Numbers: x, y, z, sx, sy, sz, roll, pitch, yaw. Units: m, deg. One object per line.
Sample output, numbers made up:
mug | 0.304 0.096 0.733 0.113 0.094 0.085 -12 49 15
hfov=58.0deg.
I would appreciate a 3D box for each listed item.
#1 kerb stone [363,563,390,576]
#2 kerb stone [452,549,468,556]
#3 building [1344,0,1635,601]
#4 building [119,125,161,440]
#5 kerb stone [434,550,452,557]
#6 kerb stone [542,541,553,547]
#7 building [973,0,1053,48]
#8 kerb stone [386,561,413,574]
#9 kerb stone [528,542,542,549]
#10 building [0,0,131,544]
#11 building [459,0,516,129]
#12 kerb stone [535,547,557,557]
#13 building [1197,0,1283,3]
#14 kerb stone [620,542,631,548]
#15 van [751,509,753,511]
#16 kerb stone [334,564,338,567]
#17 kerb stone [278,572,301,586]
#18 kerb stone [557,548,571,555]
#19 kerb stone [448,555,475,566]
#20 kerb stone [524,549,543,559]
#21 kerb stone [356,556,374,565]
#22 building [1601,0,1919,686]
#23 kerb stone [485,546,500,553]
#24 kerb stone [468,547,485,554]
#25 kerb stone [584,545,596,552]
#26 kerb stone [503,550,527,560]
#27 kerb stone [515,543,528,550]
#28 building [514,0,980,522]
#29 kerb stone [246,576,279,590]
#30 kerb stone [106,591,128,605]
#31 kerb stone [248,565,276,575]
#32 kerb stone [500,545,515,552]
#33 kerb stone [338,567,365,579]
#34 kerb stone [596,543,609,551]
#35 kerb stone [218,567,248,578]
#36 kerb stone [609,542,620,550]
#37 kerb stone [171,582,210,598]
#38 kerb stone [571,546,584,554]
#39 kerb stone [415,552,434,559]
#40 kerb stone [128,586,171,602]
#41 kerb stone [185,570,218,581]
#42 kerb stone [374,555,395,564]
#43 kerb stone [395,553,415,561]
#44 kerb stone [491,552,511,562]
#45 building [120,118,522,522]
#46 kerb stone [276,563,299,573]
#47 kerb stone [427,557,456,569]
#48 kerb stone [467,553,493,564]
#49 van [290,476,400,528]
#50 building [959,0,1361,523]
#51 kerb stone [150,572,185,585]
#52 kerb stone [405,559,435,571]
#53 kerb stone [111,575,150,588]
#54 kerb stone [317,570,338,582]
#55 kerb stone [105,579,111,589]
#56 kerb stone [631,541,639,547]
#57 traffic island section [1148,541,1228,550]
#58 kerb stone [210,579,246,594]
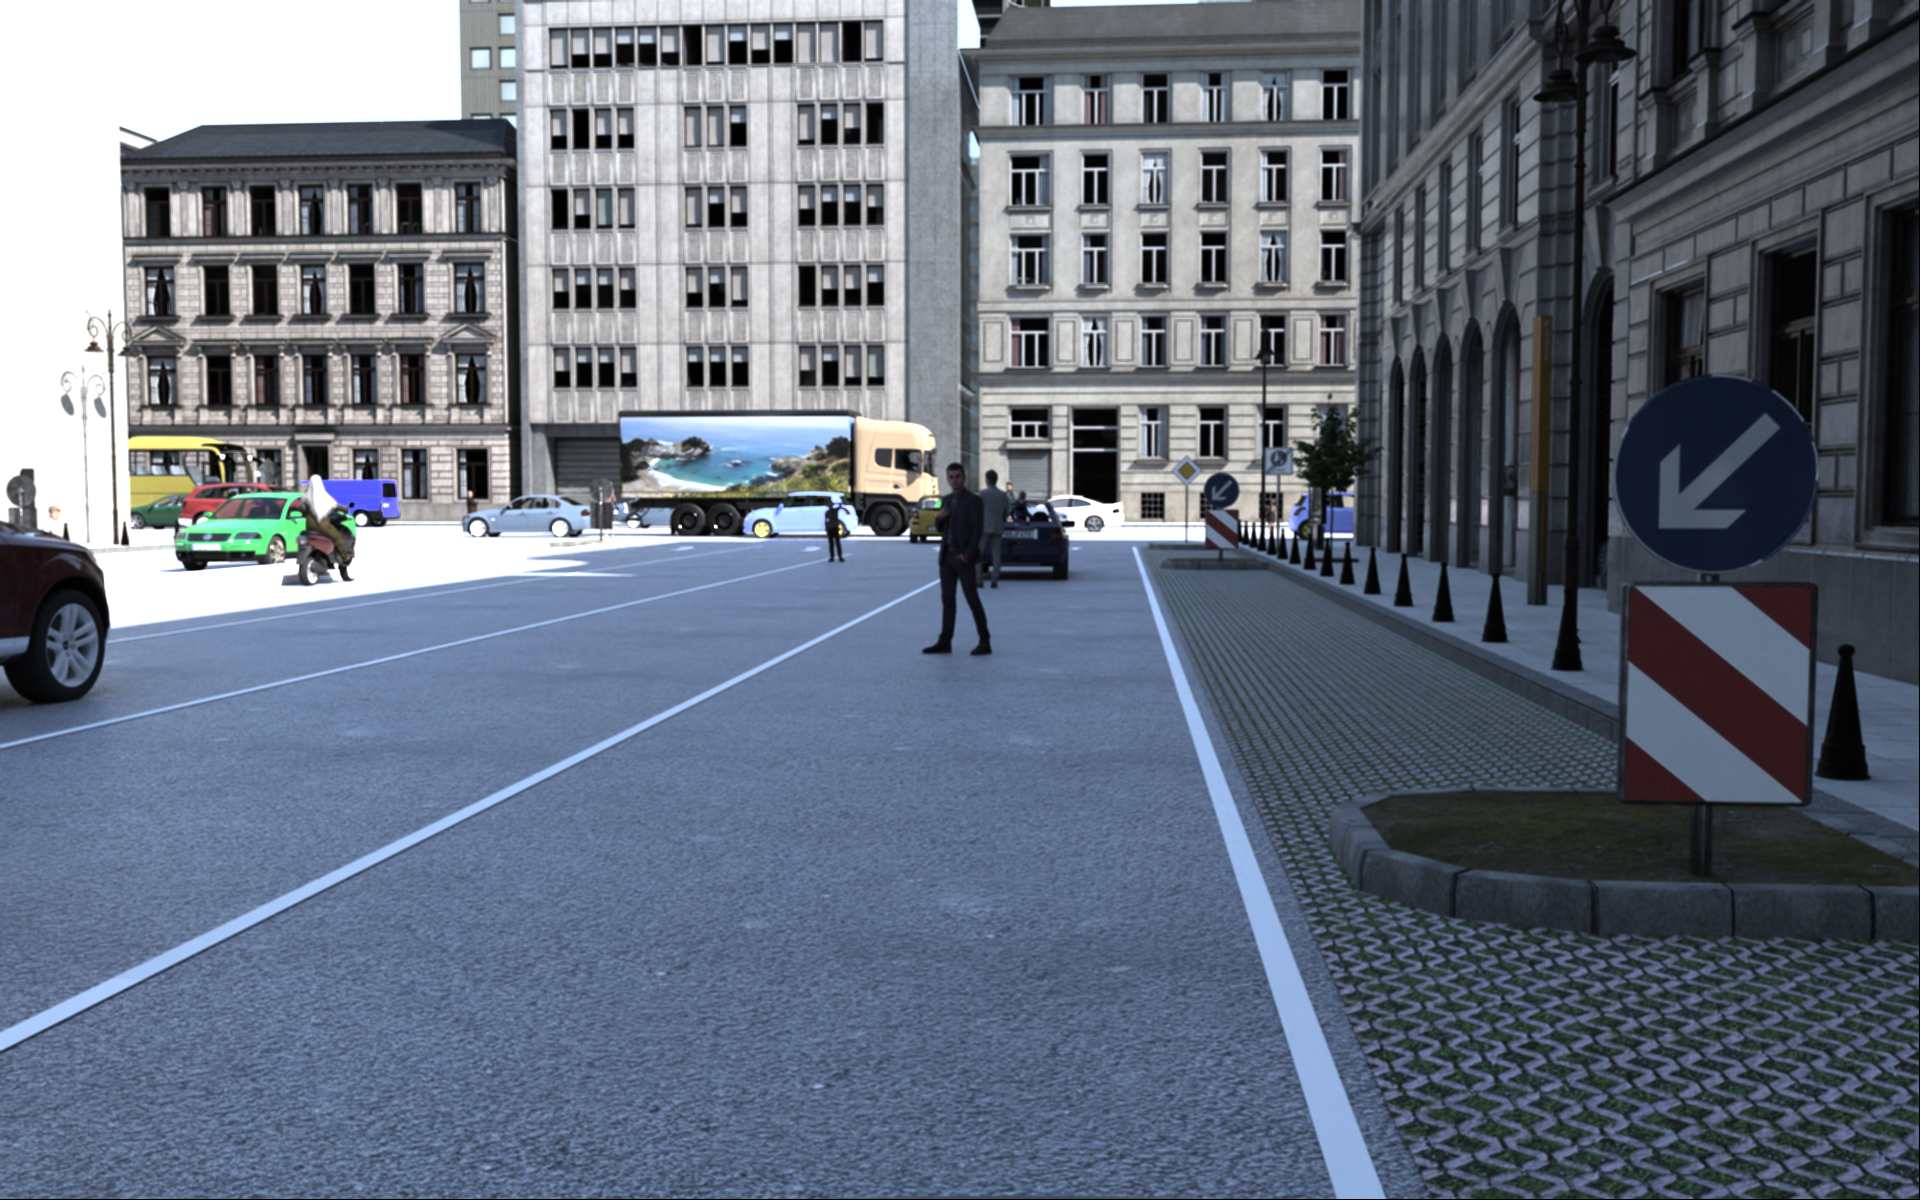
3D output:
kerb stone | -10.361 -0.509 30.521 0.120 0.150 1.000 0 4 5
kerb stone | -11.634 -1.082 39.906 0.120 0.150 1.000 0 4 5
building | 14.605 -11.542 30.515 13.314 21.916 24.055 0 4 5
building | -50.417 -15.070 88.197 24.055 21.916 13.314 0 4 5
kerb stone | -11.713 -1.008 38.882 0.120 0.150 1.000 0 4 5
kerb stone | -11.077 -1.458 46.042 0.120 0.150 1.000 0 4 5
building | 2.589 -49.319 244.610 20.611 71.187 20.563 0 4 5
kerb stone | -10.275 -0.572 31.554 0.120 0.150 1.000 0 4 5
kerb stone | -11.163 -1.396 45.019 0.120 0.150 1.000 0 4 5
building | -31.135 -11.426 41.561 16.860 20.320 10.420 0 4 5
building | -26.941 -34.643 155.659 28.713 52.752 27.495 0 4 5
kerb stone | -9.535 -1.072 39.748 0.120 0.150 1.000 0 4 5
building | 34.012 -53.310 184.295 22.319 86.520 31.000 0 4 5
kerb stone | -8.978 -1.450 45.900 0.120 0.150 1.000 0 4 5
van | -7.545 -3.728 67.966 4.112 2.044 2.013 0 4 4
kerb stone | -12.177 -0.706 33.746 0.120 0.150 1.000 0 4 5
kerb stone | -10.639 -0.321 27.445 0.120 0.150 1.000 0 4 5
kerb stone | -9.437 -1.136 40.769 0.120 0.150 1.000 0 4 5
kerb stone | -9.990 -0.760 34.628 0.120 0.150 1.000 0 4 5
kerb stone | -9.615 -1.002 38.725 0.120 0.150 1.000 0 4 5
kerb stone | -12.091 -0.769 34.772 0.120 0.150 1.000 0 4 5
building | 10.948 -8.823 8.886 10.561 19.102 19.286 0 4 5
kerb stone | -11.443 -1.205 41.949 0.120 0.150 1.000 0 4 5
kerb stone | -11.532 -1.146 40.927 0.120 0.150 1.000 0 4 5
kerb stone | -9.262 -1.261 42.815 0.120 0.150 1.000 0 4 5
kerb stone | -9.717 -0.948 37.695 0.120 0.150 1.000 0 4 5
kerb stone | -11.257 -1.333 43.997 0.120 0.150 1.000 0 4 5
building | -9.433 -16.205 82.974 19.932 24.808 12.078 0 4 5
kerb stone | -10.733 -0.256 26.424 0.120 0.150 1.000 0 4 5
kerb stone | -11.099 -0.007 22.317 0.120 0.150 1.000 0 4 5
kerb stone | -12.459 -0.518 30.681 0.120 0.150 1.000 0 4 5
kerb stone | -11.348 -1.270 42.971 0.120 0.150 1.000 0 4 5
kerb stone | -10.445 -0.447 29.498 0.120 0.150 1.000 0 4 5
kerb stone | -9.158 -1.324 43.842 0.120 0.150 1.000 0 4 5
kerb stone | -12.539 -0.455 29.655 0.120 0.150 1.000 0 4 5
kerb stone | -9.067 -1.387 44.878 0.120 0.150 1.000 0 4 5
kerb stone | -10.915 -0.129 24.373 0.120 0.150 1.000 0 4 5
kerb stone | -9.341 -1.190 41.792 0.120 0.150 1.000 0 4 5
kerb stone | -11.815 -0.955 37.853 0.120 0.150 1.000 0 4 5
kerb stone | -11.006 -0.068 23.348 0.120 0.150 1.000 0 4 5
kerb stone | -12.632 -0.394 28.633 0.120 0.150 1.000 0 4 5
kerb stone | -11.996 -0.832 35.798 0.120 0.150 1.000 0 4 5
kerb stone | -11.903 -0.894 36.831 0.120 0.150 1.000 0 4 5
kerb stone | -9.800 -0.876 36.672 0.120 0.150 1.000 0 4 5
building | -29.086 -13.389 83.533 19.286 19.102 10.561 0 4 5
kerb stone | -12.363 -0.581 31.703 0.120 0.150 1.000 0 4 5
kerb stone | -10.083 -0.694 33.603 0.120 0.150 1.000 0 4 5
kerb stone | -9.902 -0.823 35.651 0.120 0.150 1.000 0 4 5
van | -27.137 -4.322 75.049 5.245 2.365 2.240 0 4 5
building | 15.642 -15.260 82.790 30.059 22.955 16.112 0 4 5
kerb stone | -12.728 -0.331 27.611 0.120 0.150 1.000 0 4 5
kerb stone | -10.174 -0.634 32.581 0.120 0.150 1.000 0 4 5
kerb stone | -12.818 -0.269 26.589 0.120 0.150 1.000 0 4 5
kerb stone | -10.546 -0.384 28.476 0.120 0.150 1.000 0 4 5
kerb stone | -12.915 -0.206 25.568 0.120 0.150 1.000 0 4 5
kerb stone | -8.887 -1.507 46.925 0.120 0.150 1.000 0 4 5
traffic island section | 5.947 -1.411 45.343 2.009 0.180 2.903 0 4 5
kerb stone | -10.818 -0.196 25.401 0.120 0.150 1.000 0 4 5
